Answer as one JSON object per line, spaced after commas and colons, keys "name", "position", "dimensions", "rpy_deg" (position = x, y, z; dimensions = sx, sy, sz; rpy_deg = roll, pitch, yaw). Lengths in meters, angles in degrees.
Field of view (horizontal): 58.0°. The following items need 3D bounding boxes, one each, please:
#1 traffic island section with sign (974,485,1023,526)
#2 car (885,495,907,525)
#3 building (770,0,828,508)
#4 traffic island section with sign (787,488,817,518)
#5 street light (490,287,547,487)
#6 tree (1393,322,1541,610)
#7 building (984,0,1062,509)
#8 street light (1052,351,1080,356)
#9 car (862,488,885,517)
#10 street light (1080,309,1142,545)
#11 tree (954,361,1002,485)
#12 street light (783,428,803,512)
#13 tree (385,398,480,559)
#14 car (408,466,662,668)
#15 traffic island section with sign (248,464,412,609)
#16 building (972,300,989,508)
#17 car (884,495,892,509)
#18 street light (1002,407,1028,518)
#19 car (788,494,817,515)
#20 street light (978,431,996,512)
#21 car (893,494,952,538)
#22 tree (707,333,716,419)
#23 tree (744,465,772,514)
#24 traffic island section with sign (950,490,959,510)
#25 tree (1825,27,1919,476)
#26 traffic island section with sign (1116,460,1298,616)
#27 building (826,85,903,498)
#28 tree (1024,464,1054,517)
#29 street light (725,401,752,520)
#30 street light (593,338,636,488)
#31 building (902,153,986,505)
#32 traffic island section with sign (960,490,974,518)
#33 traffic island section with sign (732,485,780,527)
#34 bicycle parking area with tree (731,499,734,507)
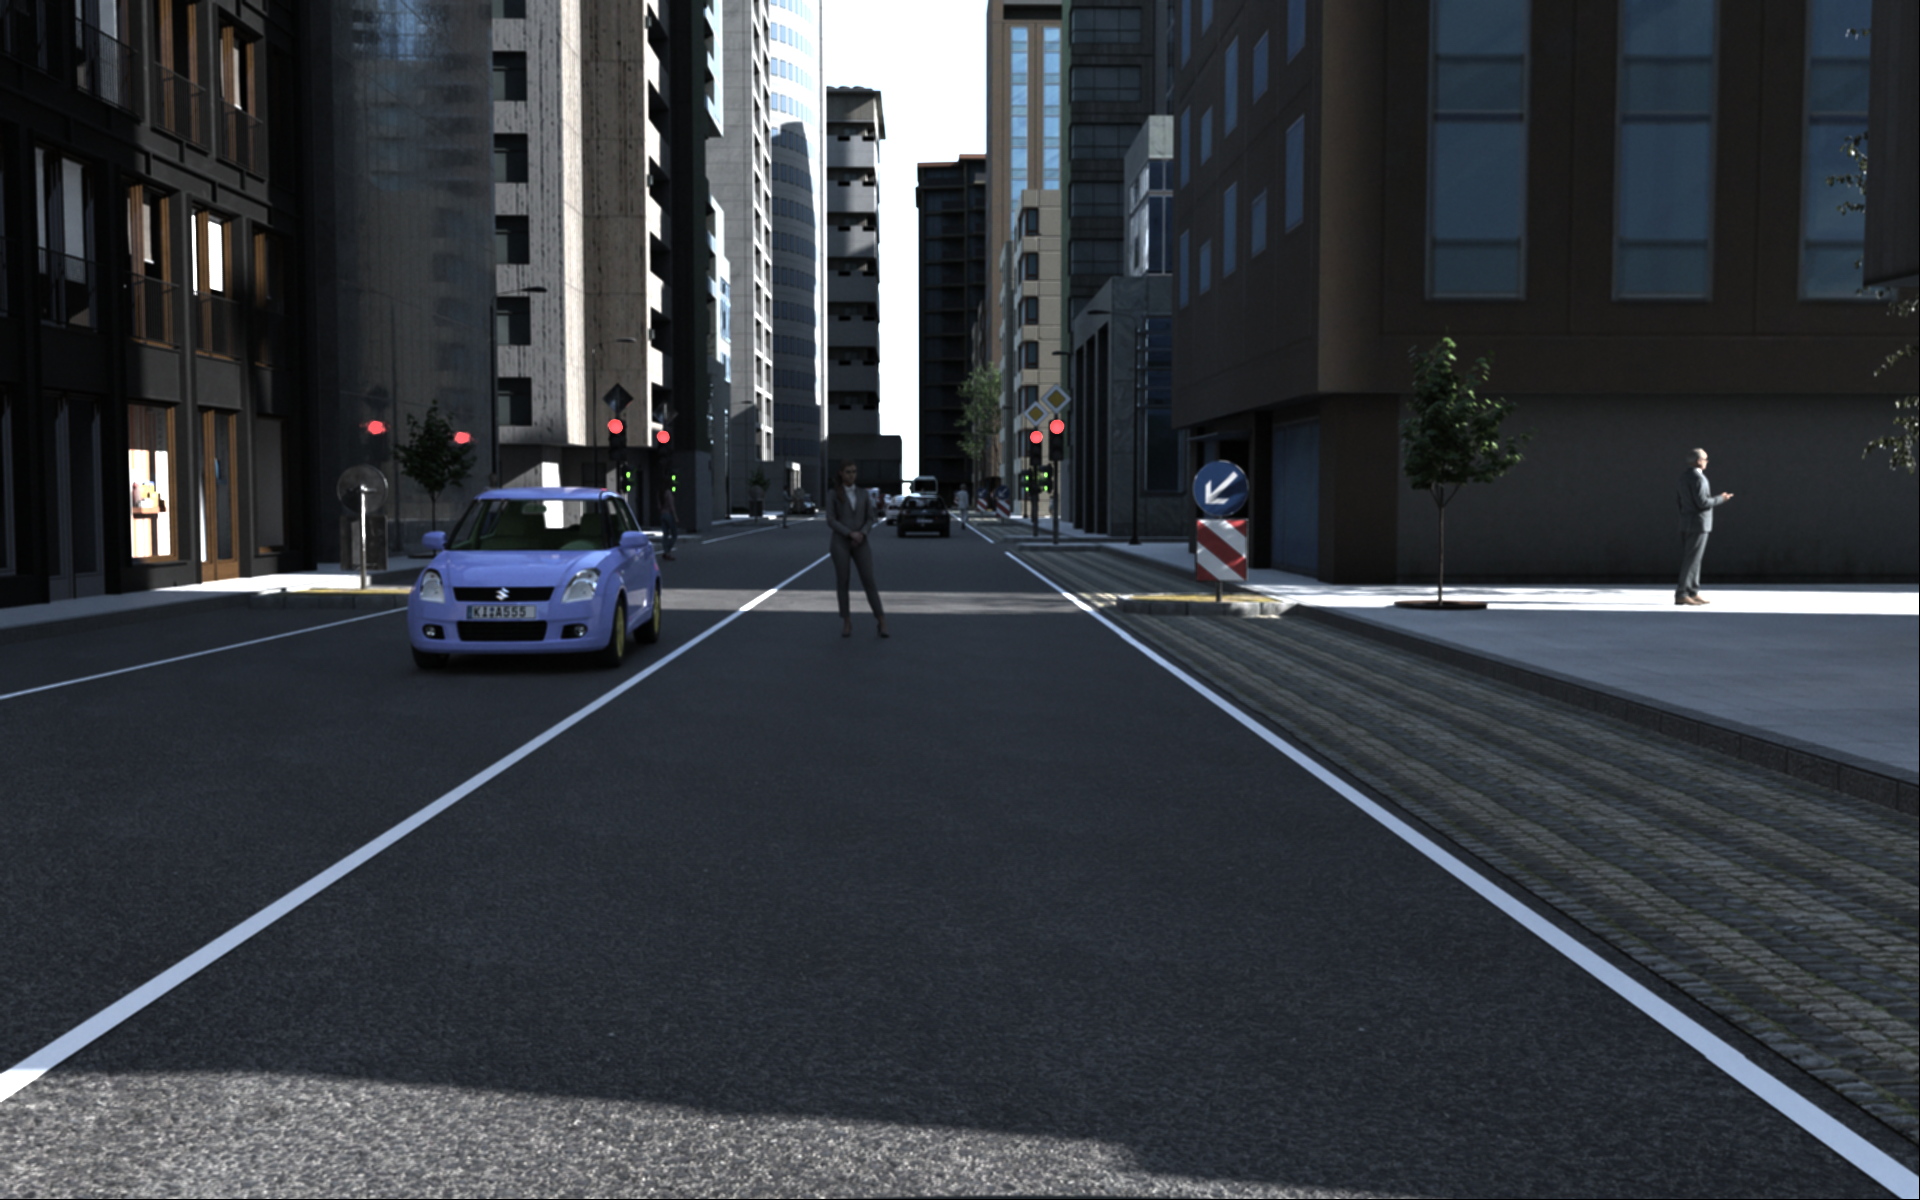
{"name": "traffic island section with sign", "position": [1.773, -4.204, 77.370], "dimensions": [1.989, 1.847, 2.006], "rpy_deg": [0, 4, -1]}
{"name": "car", "position": [-2.485, -4.187, 80.816], "dimensions": [2.083, 1.381, 4.827], "rpy_deg": [0, 4, -1]}
{"name": "building", "position": [-23.728, -37.873, 161.219], "dimensions": [21.231, 58.520, 28.212], "rpy_deg": [0, 4, -1]}
{"name": "traffic island section with sign", "position": [-9.631, -5.855, 104.363], "dimensions": [1.989, 1.847, 2.006], "rpy_deg": [0, 4, -1]}
{"name": "street light", "position": [-9.944, -4.060, 38.921], "dimensions": [1.470, 5.913, 1.316], "rpy_deg": [0, 4, -1]}
{"name": "tree", "position": [5.355, -1.520, 19.448], "dimensions": [1.663, 3.219, 1.824], "rpy_deg": [0, 3, 0]}
{"name": "building", "position": [9.306, -30.338, 146.136], "dimensions": [14.600, 45.320, 14.200], "rpy_deg": [0, 4, -1]}
{"name": "street light", "position": [3.687, -5.133, 56.460], "dimensions": [1.470, 5.913, 1.316], "rpy_deg": [0, 4, -1]}
{"name": "car", "position": [-5.871, -6.231, 110.557], "dimensions": [2.281, 1.827, 5.304], "rpy_deg": [0, 4, 0]}
{"name": "street light", "position": [3.900, -4.355, 43.750], "dimensions": [1.470, 5.913, 1.316], "rpy_deg": [0, 4, -1]}
{"name": "tree", "position": [3.366, -12.745, 134.135], "dimensions": [9.928, 11.665, 9.643], "rpy_deg": [0, 3, 0]}
{"name": "street light", "position": [-11.758, -9.132, 121.846], "dimensions": [1.470, 5.913, 1.316], "rpy_deg": [0, 4, -1]}
{"name": "tree", "position": [-10.470, -2.463, 34.866], "dimensions": [1.663, 3.219, 1.824], "rpy_deg": [0, 3, 0]}
{"name": "car", "position": [-3.686, -0.354, 15.383], "dimensions": [1.945, 1.707, 3.694], "rpy_deg": [0, 4, -3]}
{"name": "traffic island section with sign", "position": [-7.898, -0.850, 22.521], "dimensions": [1.989, 1.847, 2.006], "rpy_deg": [0, 4, -1]}
{"name": "building", "position": [15.405, -19.805, 168.853], "dimensions": [27.650, 21.520, 28.899], "rpy_deg": [0, 4, -1]}
{"name": "car", "position": [-6.699, -8.522, 151.700], "dimensions": [2.083, 1.381, 4.827], "rpy_deg": [0, 4, -1]}
{"name": "street light", "position": [2.945, -7.307, 92.009], "dimensions": [1.470, 5.913, 1.316], "rpy_deg": [0, 4, -1]}
{"name": "car", "position": [-9.906, -5.985, 107.645], "dimensions": [2.009, 1.686, 4.222], "rpy_deg": [0, 4, -3]}
{"name": "street light", "position": [2.040, -9.461, 127.230], "dimensions": [1.470, 5.913, 1.316], "rpy_deg": [0, 4, -1]}
{"name": "car", "position": [-1.255, -2.975, 58.425], "dimensions": [2.009, 1.686, 4.222], "rpy_deg": [0, 4, -3]}
{"name": "tree", "position": [-11.949, -7.475, 72.580], "dimensions": [4.360, 8.622, 3.978], "rpy_deg": [0, 3, 0]}
{"name": "tree", "position": [-13.153, -7.311, 114.134], "dimensions": [1.663, 3.219, 1.824], "rpy_deg": [0, 3, 0]}
{"name": "traffic island section with sign", "position": [0.136, -8.904, 154.213], "dimensions": [1.989, 1.847, 2.006], "rpy_deg": [0, 4, -1]}
{"name": "tree", "position": [12.463, -4.311, 20.855], "dimensions": [4.360, 8.622, 3.978], "rpy_deg": [0, 3, 0]}
{"name": "traffic island section with sign", "position": [2.953, -0.769, 21.201], "dimensions": [1.989, 1.847, 2.006], "rpy_deg": [0, 4, -1]}
{"name": "building", "position": [-21.340, -38.829, 224.085], "dimensions": [27.495, 52.752, 28.713], "rpy_deg": [0, 4, -1]}
{"name": "tree", "position": [4.107, -6.192, 95.836], "dimensions": [1.663, 3.219, 1.824], "rpy_deg": [0, 3, 0]}
{"name": "street light", "position": [-11.064, -6.976, 86.595], "dimensions": [1.470, 5.913, 1.316], "rpy_deg": [0, 4, -1]}
{"name": "street light", "position": [-10.346, -4.840, 51.680], "dimensions": [1.470, 5.913, 1.316], "rpy_deg": [0, 4, -1]}
{"name": "building", "position": [7.101, -34.650, 221.155], "dimensions": [28.867, 44.769, 22.147], "rpy_deg": [0, 4, -1]}
{"name": "traffic island section with sign", "position": [1.188, -5.865, 104.521], "dimensions": [1.989, 1.847, 2.006], "rpy_deg": [0, 4, -1]}
{"name": "traffic island section with sign", "position": [-9.057, -4.192, 77.171], "dimensions": [1.989, 1.847, 2.006], "rpy_deg": [0, 4, -1]}
{"name": "bicycle parking area with tree", "position": [-19.949, -8.044, 118.522], "dimensions": [8.231, 4.147, 9.016], "rpy_deg": [1, 4, 21]}
